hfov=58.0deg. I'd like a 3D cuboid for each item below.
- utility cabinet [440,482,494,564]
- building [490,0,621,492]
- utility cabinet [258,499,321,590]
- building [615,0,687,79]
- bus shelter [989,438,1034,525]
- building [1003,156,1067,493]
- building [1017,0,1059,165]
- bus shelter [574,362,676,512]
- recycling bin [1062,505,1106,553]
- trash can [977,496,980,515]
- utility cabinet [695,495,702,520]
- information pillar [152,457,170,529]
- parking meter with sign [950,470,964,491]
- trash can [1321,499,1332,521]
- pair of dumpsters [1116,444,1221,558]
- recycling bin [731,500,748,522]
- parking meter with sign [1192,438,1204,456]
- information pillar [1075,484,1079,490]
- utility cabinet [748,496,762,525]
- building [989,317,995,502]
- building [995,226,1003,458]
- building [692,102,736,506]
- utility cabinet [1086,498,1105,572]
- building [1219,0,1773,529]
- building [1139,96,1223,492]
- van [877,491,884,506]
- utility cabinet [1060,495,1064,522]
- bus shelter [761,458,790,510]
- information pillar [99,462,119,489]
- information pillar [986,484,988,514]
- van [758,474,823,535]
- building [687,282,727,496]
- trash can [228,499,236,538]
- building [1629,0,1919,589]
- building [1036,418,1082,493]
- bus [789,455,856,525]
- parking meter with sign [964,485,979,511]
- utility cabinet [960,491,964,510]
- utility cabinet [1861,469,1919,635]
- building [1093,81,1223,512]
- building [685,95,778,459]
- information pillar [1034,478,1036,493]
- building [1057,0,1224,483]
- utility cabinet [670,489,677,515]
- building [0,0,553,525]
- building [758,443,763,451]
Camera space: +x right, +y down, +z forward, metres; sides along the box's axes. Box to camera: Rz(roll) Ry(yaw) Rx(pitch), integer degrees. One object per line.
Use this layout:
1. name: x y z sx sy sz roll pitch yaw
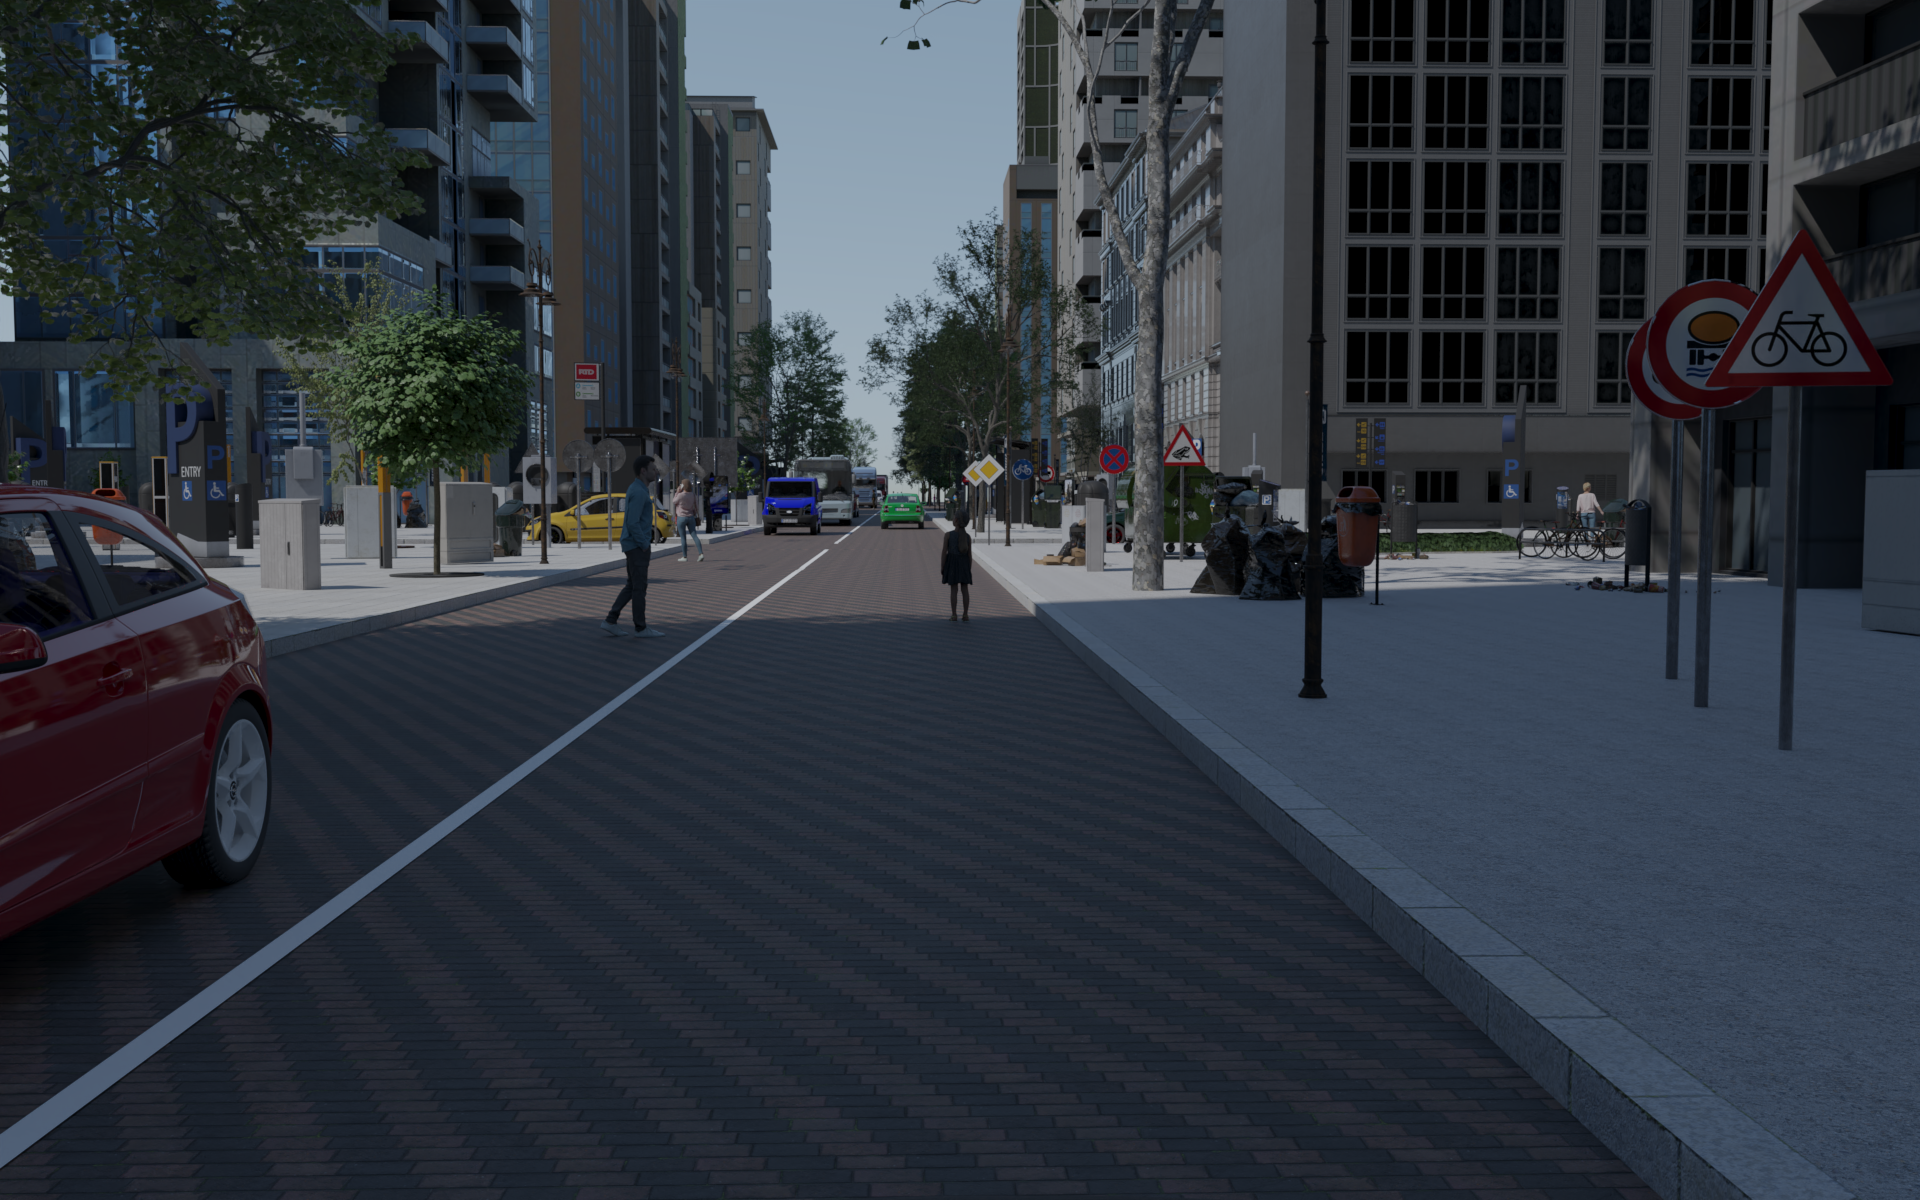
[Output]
1. utility cabinet: -9.103 -1.417 31.840 0.318 1.500 1.173 2 4 29
2. building: -31.202 -28.548 116.874 14.600 45.320 14.200 0 4 -2
3. utility cabinet: -9.071 -0.750 23.431 1.020 1.237 0.306 3 4 36
4. building: -28.706 -27.463 132.617 14.154 41.232 14.086 0 4 -2
5. bus shelter: 2.227 -5.148 75.460 1.731 3.624 6.357 0 4 -2
6. building: 12.979 -35.450 229.713 14.600 45.320 14.200 0 4 -2
7. building: 16.703 -49.430 246.427 20.563 71.187 20.611 0 4 -2
8. bus shelter: -10.757 -4.769 55.598 2.179 5.291 8.768 0 4 -2
9. recycling bin: 2.722 -1.555 37.975 0.722 1.027 0.722 -3 5 -40
10. trash can: 0.915 -5.563 102.605 0.748 1.137 0.748 0 3 0
11. utility cabinet: -12.907 -4.550 85.548 0.306 1.237 1.020 -1 4 -16
12. information pillar: -15.730 -1.820 34.244 0.304 2.012 0.304 0 4 5
13. parking meter with sign: 0.099 -7.972 126.596 1.738 3.016 0.543 0 4 6
14. trash can: 11.480 -2.656 55.081 0.748 1.137 0.748 0 3 0
15. pair of dumpsters: 4.256 -2.028 35.658 1.574 2.255 4.437 0 4 -2
16. recycling bin: -10.114 -4.105 79.676 0.722 1.027 0.722 -1 4 -20
17. parking meter with sign: 6.716 -3.531 53.989 1.738 3.016 0.543 -2 4 -27
18. information pillar: 8.180 -7.099 120.567 0.304 2.012 0.304 2 4 26
19. utility cabinet: -8.608 -3.764 72.698 0.306 1.237 1.020 -2 4 -27
20. building: 11.578 -31.035 279.124 14.160 30.474 14.107 0 4 -2
21. building: 12.222 -35.538 264.639 14.154 41.232 14.086 0 4 -2
22. building: -30.645 -30.123 176.112 14.154 41.232 14.086 0 4 -2
23. utility cabinet: 2.272 -1.096 29.075 0.306 1.237 1.020 0 4 3
24. building: 23.491 -16.832 68.718 24.014 27.812 14.314 0 4 -2
25. building: 17.538 -15.184 90.054 13.314 21.916 24.055 0 4 -2
26. van: -10.366 -12.653 213.890 2.013 2.044 4.112 0 4 -2
27. utility cabinet: 4.981 -4.207 79.954 1.020 1.237 0.306 -1 4 -22
28. bus shelter: -12.439 -7.631 116.055 1.731 3.624 6.357 0 4 -2
29. information pillar: -19.355 -2.137 39.435 0.304 2.012 0.304 0 4 -7
30. information pillar: 1.605 -7.043 106.504 0.183 3.616 0.504 1 4 15
31. van: -5.968 -3.518 61.896 2.240 2.365 5.245 0 4 -3
32. building: -36.244 -18.952 154.902 27.650 21.520 28.899 0 4 -2
33. trash can: -21.532 -2.395 50.819 0.748 1.137 0.748 0 3 0
34. building: 21.683 -35.387 16.836 20.563 71.187 20.611 0 4 -2
35. building: 23.952 -29.841 179.789 32.217 40.220 23.993 0 4 -2
36. bus: -6.344 -5.318 81.809 2.948 3.499 13.247 0 4 -3
37. parking meter with sign: 1.301 -7.008 110.848 1.738 3.016 0.543 1 4 11
38. utility cabinet: 0.000 -6.256 110.957 0.318 1.500 1.173 1 4 15
39. utility cabinet: 8.741 -0.433 15.762 0.318 1.500 1.173 0 4 -7
40. building: 16.310 -19.396 114.395 12.463 27.353 25.104 0 4 -2
41. building: -39.584 -39.390 233.263 28.713 52.752 27.495 0 4 -2
42. information pillar: 3.238 -4.455 77.332 0.304 2.012 0.304 0 4 5
43. building: 23.164 -34.498 153.273 28.713 52.752 27.495 0 4 -2
44. utility cabinet: -17.377 -5.815 103.753 1.173 1.500 0.318 3 4 37
45. building: -32.887 -47.237 85.003 22.319 86.520 31.000 0 4 -2
46. building: -42.337 -34.713 259.431 32.217 40.220 23.993 0 4 -2
